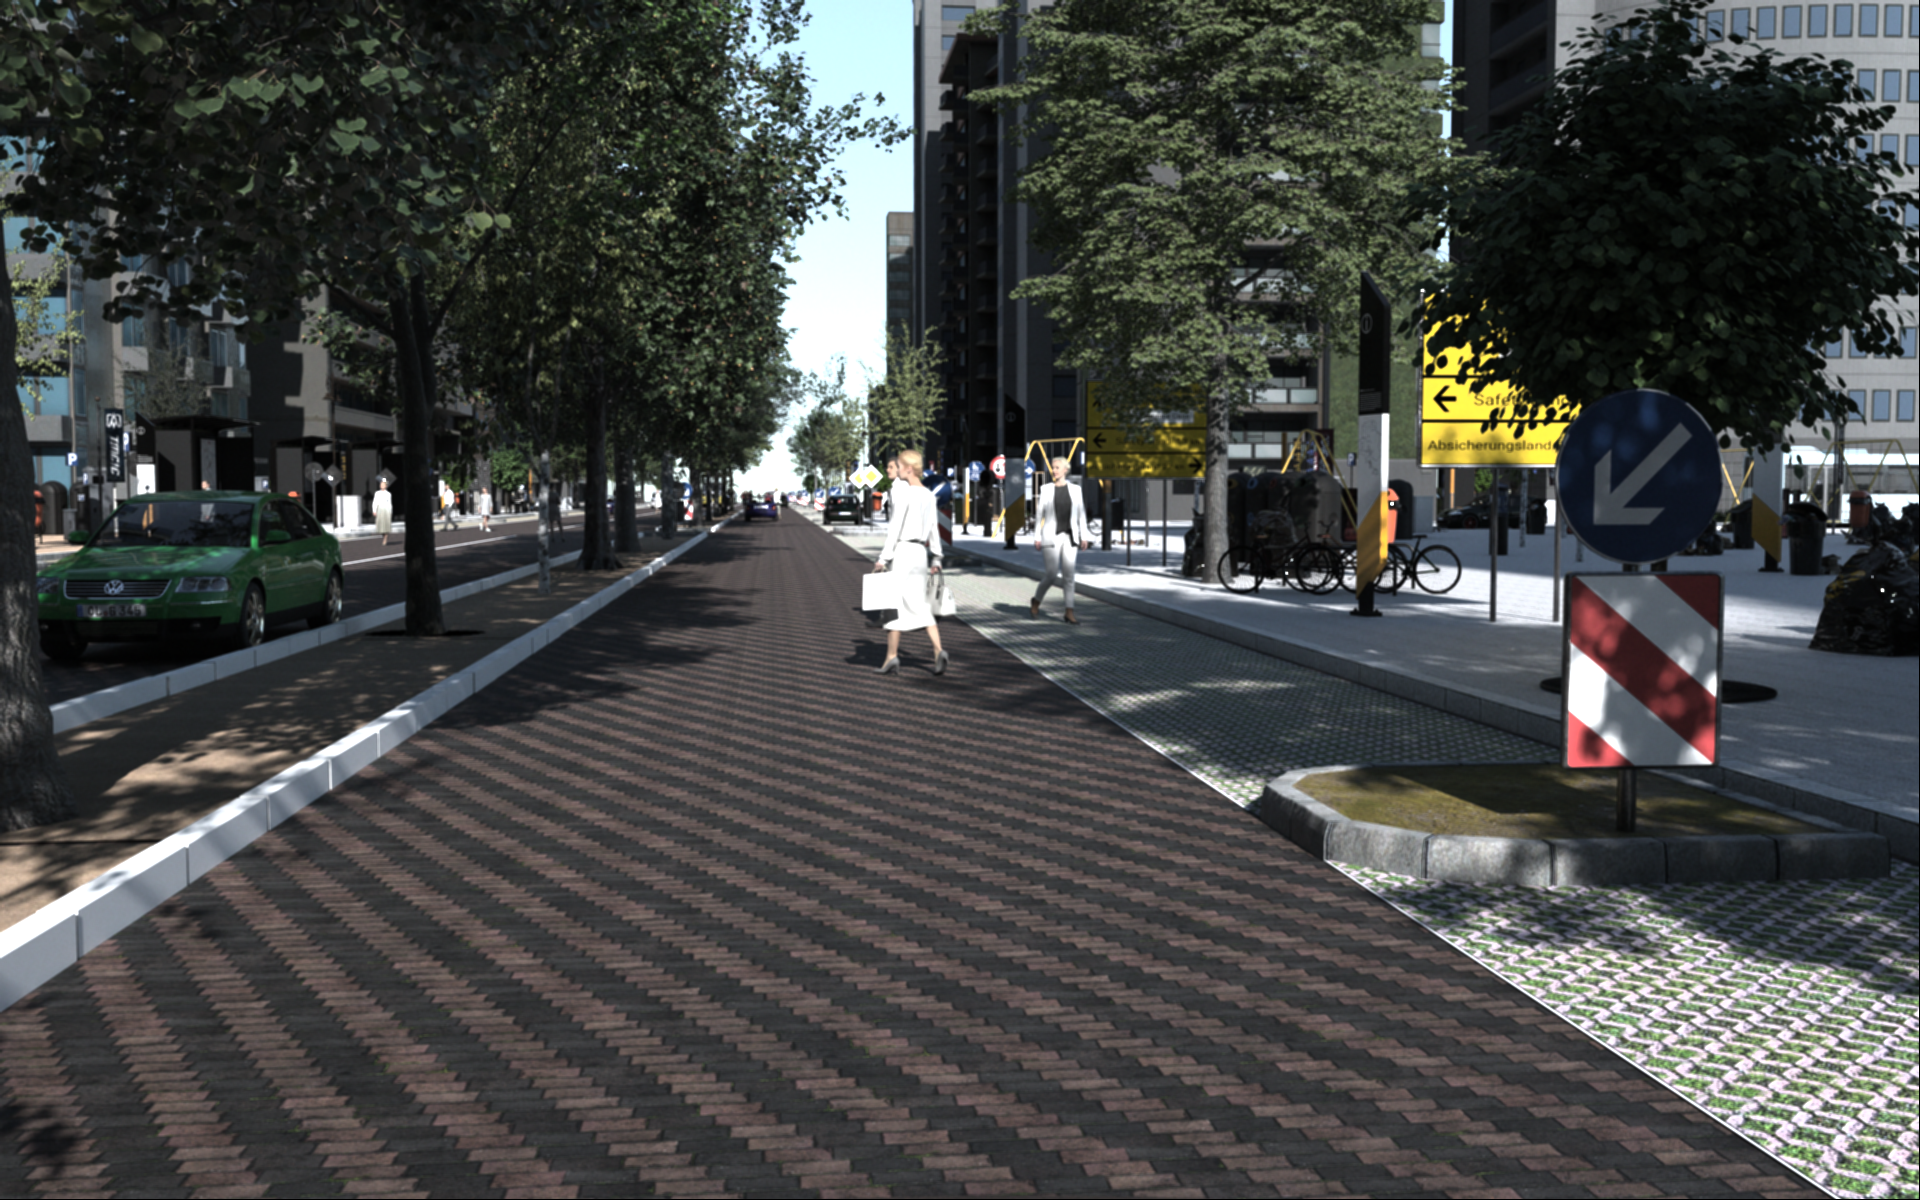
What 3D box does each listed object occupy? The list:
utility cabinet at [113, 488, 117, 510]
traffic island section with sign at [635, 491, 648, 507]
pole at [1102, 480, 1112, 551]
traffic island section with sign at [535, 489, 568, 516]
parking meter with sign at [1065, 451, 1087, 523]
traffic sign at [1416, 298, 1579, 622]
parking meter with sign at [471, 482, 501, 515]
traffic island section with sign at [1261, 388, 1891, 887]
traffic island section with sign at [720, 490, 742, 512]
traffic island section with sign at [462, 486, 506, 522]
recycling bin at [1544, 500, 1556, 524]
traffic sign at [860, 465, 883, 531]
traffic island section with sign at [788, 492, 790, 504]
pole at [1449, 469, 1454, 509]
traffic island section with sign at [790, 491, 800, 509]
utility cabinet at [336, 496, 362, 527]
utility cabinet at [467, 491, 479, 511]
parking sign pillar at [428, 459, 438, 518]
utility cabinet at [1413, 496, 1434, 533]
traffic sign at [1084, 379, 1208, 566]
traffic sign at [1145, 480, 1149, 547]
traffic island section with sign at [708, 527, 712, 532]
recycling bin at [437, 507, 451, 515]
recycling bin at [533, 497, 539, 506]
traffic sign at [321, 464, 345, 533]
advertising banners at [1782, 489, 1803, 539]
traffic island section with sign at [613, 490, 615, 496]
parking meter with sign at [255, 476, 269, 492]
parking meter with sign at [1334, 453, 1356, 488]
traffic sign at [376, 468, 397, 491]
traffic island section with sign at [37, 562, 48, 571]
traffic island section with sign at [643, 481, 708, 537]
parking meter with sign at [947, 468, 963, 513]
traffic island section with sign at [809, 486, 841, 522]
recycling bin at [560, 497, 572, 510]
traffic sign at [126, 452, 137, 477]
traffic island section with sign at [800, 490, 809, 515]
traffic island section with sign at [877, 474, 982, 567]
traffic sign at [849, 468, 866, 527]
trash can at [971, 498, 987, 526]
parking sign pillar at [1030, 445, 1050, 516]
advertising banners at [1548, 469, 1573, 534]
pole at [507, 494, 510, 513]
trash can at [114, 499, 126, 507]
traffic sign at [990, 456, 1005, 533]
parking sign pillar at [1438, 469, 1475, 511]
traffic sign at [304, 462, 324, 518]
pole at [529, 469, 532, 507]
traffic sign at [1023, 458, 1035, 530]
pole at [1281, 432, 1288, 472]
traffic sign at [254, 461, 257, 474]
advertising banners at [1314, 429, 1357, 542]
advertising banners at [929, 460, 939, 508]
[{"bbox_3d":[-31.799,-3.435,64.848,0.318,1.500,1.173,-2,4,-30],"label":"utility cabinet"},{"bbox_3d":[-35.417,-11.152,190.956,1.989,1.847,2.006,0,4,-6],"label":"traffic island section with sign"},{"bbox_3d":[3.308,-2.762,39.000,0.158,3.312,0.155,0,3,0],"label":"pole"},{"bbox_3d":[-27.110,-6.505,114.992,1.989,1.847,2.006,0,4,-6],"label":"traffic island section with sign"},{"bbox_3d":[4.546,-4.521,70.178,1.738,3.016,0.543,-3,5,-44],"label":"parking meter with sign"},{"bbox_3d":[5.665,-1.431,17.272,2.265,3.308,0.079,0,4,-2],"label":"traffic sign"},{"bbox_3d":[-28.940,-6.689,105.632,1.738,3.016,0.543,0,3,0],"label":"parking meter with sign"},{"bbox_3d":[2.357,0.084,7.250,1.989,1.847,2.006,0,4,-6],"label":"traffic island section with sign"},{"bbox_3d":[-18.694,-8.126,140.992,2.006,1.907,1.989,0,4,-6],"label":"traffic island section with sign"},{"bbox_3d":[-24.164,-4.859,88.065,1.989,1.847,2.006,0,4,-6],"label":"traffic island section with sign"},{"bbox_3d":[25.203,-3.751,73.890,0.722,1.027,0.722,1,4,9],"label":"recycling bin"},{"bbox_3d":[-3.037,-3.407,59.344,0.795,2.450,0.064,0,4,-6],"label":"traffic sign"},{"bbox_3d":[-18.027,-11.313,193.587,1.989,1.847,2.006,0,4,-6],"label":"traffic island section with sign"},{"bbox_3d":[20.646,-4.824,72.717,0.158,3.312,0.155,0,3,0],"label":"pole"},{"bbox_3d":[-14.992,-9.620,165.914,1.989,1.847,2.006,0,4,-6],"label":"traffic island section with sign"},{"bbox_3d":[-23.688,-3.412,66.956,1.020,1.237,0.306,0,4,6],"label":"utility cabinet"},{"bbox_3d":[-36.556,-7.465,130.723,1.173,1.500,0.318,-2,4,-31],"label":"utility cabinet"},{"bbox_3d":[-29.139,-6.465,94.181,1.447,3.967,1.447,1,4,15],"label":"parking sign pillar"},{"bbox_3d":[15.099,-2.791,56.795,1.020,1.237,0.306,-3,5,-40],"label":"utility cabinet"},{"bbox_3d":[3.317,-2.251,30.670,2.265,3.308,0.079,0,4,-4],"label":"traffic sign"},{"bbox_3d":[4.526,-2.553,41.844,0.768,2.556,0.104,0,4,3],"label":"traffic sign"},{"bbox_3d":[-10.512,-3.557,66.298,2.006,1.907,1.989,0,4,-6],"label":"traffic island section with sign"},{"bbox_3d":[-31.730,-5.748,106.535,0.722,1.027,0.722,-2,4,-29],"label":"recycling bin"},{"bbox_3d":[-33.420,-7.637,137.425,0.722,1.027,0.722,-3,5,-42],"label":"recycling bin"},{"bbox_3d":[-20.778,-3.290,57.431,0.795,2.450,0.064,0,4,-6],"label":"traffic sign"},{"bbox_3d":[23.850,-3.291,49.991,0.090,3.025,2.074,0,4,3],"label":"advertising banners"},{"bbox_3d":[-32.434,-9.487,163.741,1.989,1.847,2.006,0,4,-6],"label":"traffic island section with sign"},{"bbox_3d":[-30.164,-4.789,74.561,1.738,3.016,0.543,1,4,22],"label":"parking meter with sign"},{"bbox_3d":[15.767,-4.693,72.985,1.738,3.016,0.543,-1,4,-17],"label":"parking meter with sign"},{"bbox_3d":[-21.647,-3.775,65.369,0.795,2.450,0.064,0,4,-6],"label":"traffic sign"},{"bbox_3d":[-17.994,-1.417,31.793,1.989,1.847,2.006,0,4,-6],"label":"traffic island section with sign"},{"bbox_3d":[-9.716,-3.107,58.934,2.006,1.907,1.989,0,4,-6],"label":"traffic island section with sign"},{"bbox_3d":[-0.138,-7.404,117.309,0.543,3.016,1.738,2,4,35],"label":"parking meter with sign"},{"bbox_3d":[-6.543,-4.889,88.558,1.989,1.847,2.006,0,4,-6],"label":"traffic island section with sign"},{"bbox_3d":[-31.643,-7.740,139.096,0.722,1.027,0.722,-3,5,-45],"label":"recycling bin"},{"bbox_3d":[-24.526,-3.159,51.754,0.768,2.556,0.104,0,4,-1],"label":"traffic sign"},{"bbox_3d":[-9.544,-6.566,115.982,1.989,1.847,2.006,0,4,-6],"label":"traffic island section with sign"},{"bbox_3d":[-0.661,-1.602,34.829,1.989,1.847,2.006,0,4,-6],"label":"traffic island section with sign"},{"bbox_3d":[-3.906,-3.892,67.282,0.795,2.450,0.064,0,4,-6],"label":"traffic sign"},{"bbox_3d":[0.793,-3.620,70.837,0.748,1.137,0.748,0,3,0],"label":"trash can"},{"bbox_3d":[4.598,-6.533,95.284,1.447,3.967,1.447,0,4,-6],"label":"parking sign pillar"},{"bbox_3d":[19.616,-3.618,55.341,0.090,3.025,2.074,-3,4,-36],"label":"advertising banners"},{"bbox_3d":[-30.120,-7.439,115.469,0.158,3.312,0.155,0,3,0],"label":"pole"},{"bbox_3d":[-22.373,-2.143,46.695,0.748,1.137,0.748,0,3,0],"label":"trash can"},{"bbox_3d":[1.372,-3.524,57.726,0.768,2.556,0.104,0,4,-3],"label":"traffic sign"},{"bbox_3d":[21.354,-5.242,74.173,1.447,3.967,1.447,0,4,4],"label":"parking sign pillar"},{"bbox_3d":[-25.703,-4.209,68.921,0.768,2.556,0.104,0,4,-1],"label":"traffic sign"},{"bbox_3d":[-34.479,-8.879,139.008,0.158,3.312,0.155,0,3,0],"label":"pole"},{"bbox_3d":[2.265,-3.724,60.991,0.768,2.556,0.104,0,4,-2],"label":"traffic sign"},{"bbox_3d":[10.719,-3.879,57.266,0.158,3.312,0.155,0,3,0],"label":"pole"},{"bbox_3d":[-23.621,-3.494,57.240,0.768,2.556,0.104,0,4,2],"label":"traffic sign"},{"bbox_3d":[10.479,-3.058,46.194,2.074,3.025,0.090,1,4,17],"label":"advertising banners"},{"bbox_3d":[-1.064,-5.788,90.824,0.090,3.025,2.074,2,4,33],"label":"advertising banners"}]
